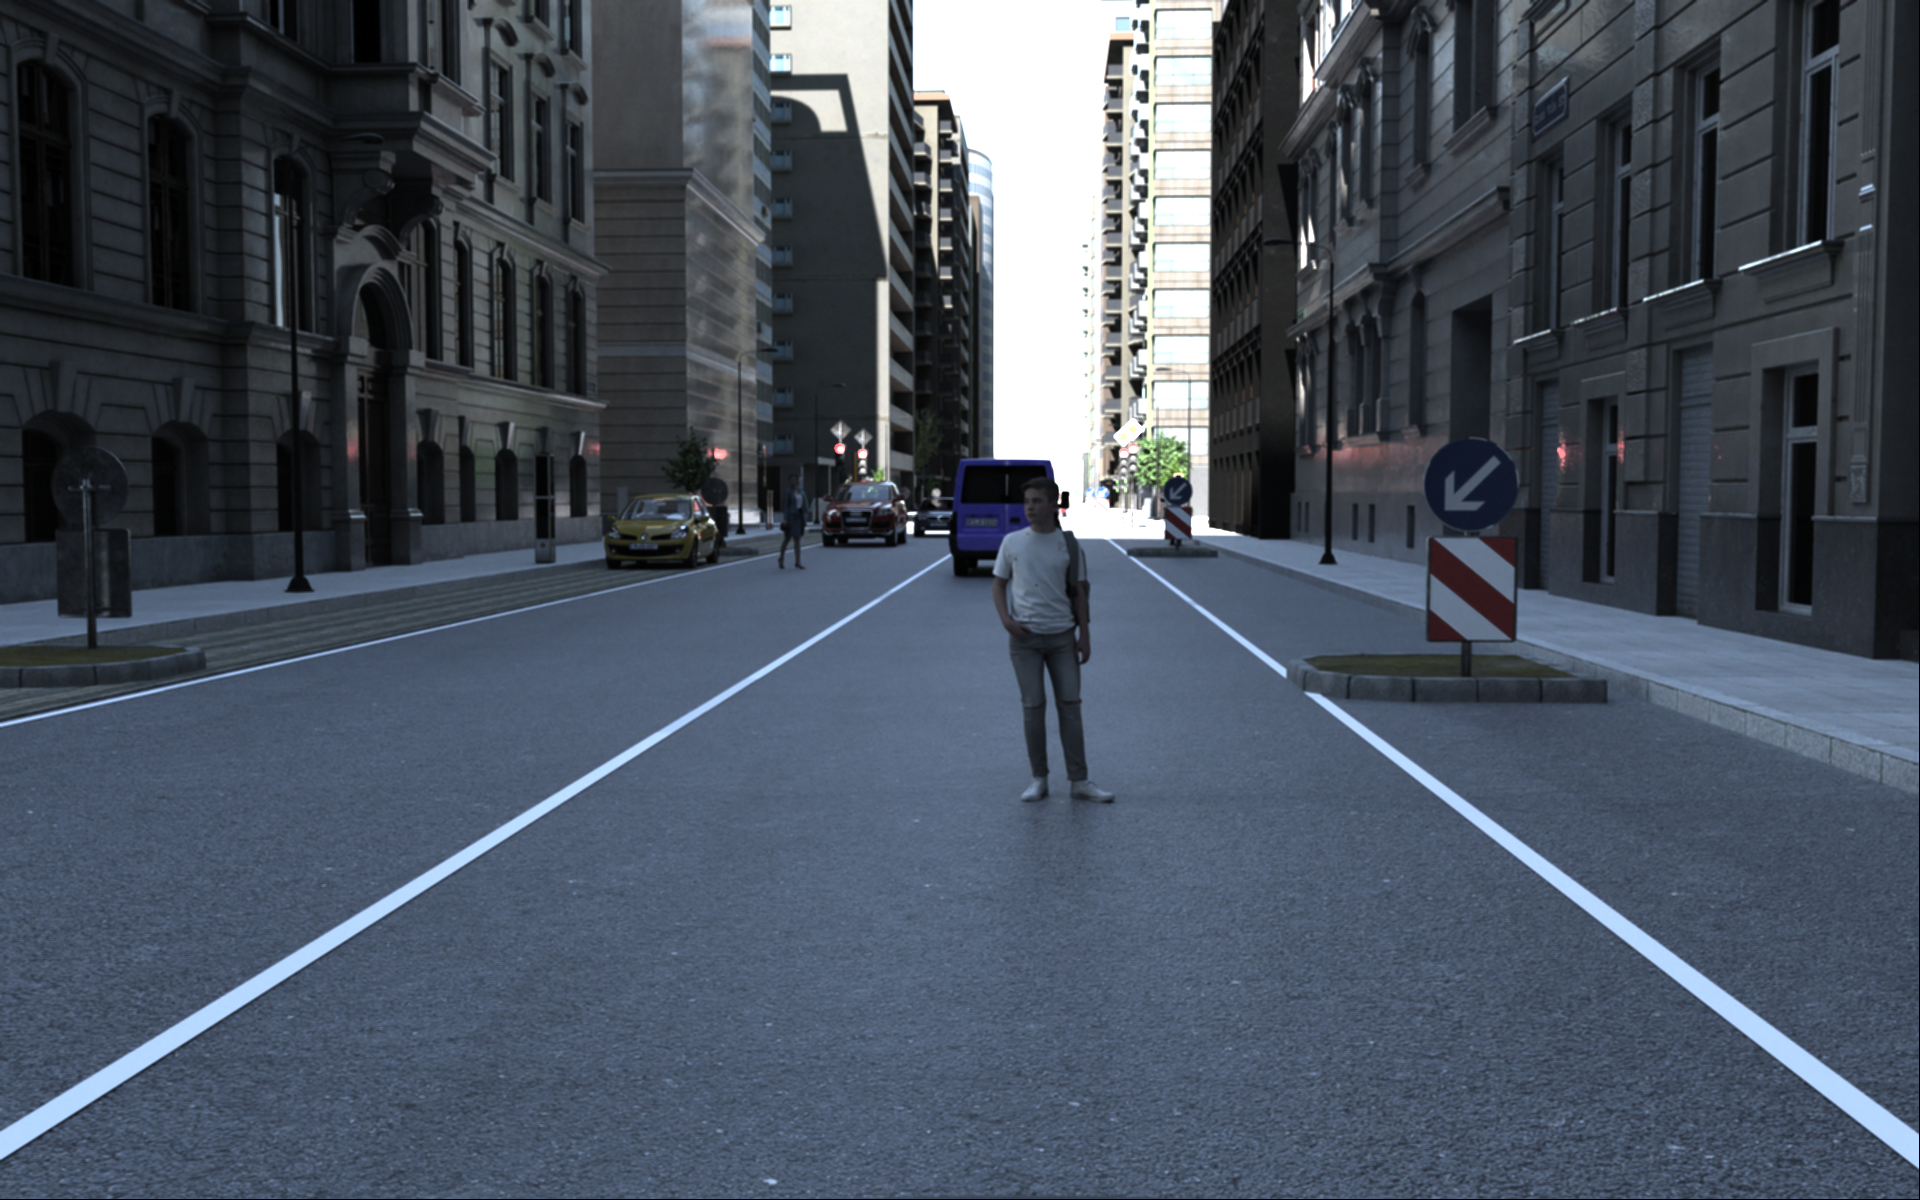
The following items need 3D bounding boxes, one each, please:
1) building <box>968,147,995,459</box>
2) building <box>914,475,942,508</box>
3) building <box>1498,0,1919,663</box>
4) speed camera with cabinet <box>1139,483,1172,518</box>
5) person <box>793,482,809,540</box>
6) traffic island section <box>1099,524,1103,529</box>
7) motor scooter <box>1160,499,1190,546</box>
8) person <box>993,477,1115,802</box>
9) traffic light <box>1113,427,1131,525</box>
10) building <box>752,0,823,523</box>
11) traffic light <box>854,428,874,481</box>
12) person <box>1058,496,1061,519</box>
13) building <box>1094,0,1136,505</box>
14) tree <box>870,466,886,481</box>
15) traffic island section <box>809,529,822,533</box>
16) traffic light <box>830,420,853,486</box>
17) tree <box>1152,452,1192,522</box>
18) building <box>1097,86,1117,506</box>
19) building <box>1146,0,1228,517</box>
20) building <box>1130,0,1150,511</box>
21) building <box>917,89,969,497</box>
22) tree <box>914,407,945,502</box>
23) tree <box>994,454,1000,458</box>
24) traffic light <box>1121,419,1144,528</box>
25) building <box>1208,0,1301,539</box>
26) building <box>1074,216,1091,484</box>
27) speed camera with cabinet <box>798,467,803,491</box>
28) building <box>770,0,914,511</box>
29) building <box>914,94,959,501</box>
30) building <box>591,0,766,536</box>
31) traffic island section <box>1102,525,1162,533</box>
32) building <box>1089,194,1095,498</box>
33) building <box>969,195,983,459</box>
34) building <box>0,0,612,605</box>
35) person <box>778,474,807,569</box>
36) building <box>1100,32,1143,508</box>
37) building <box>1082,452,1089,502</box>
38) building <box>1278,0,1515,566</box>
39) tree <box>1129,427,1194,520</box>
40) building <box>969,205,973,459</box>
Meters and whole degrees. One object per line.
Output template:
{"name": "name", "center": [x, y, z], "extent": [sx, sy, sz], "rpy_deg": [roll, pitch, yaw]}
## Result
{"name": "building", "center": [-5.139, -45.706, 289.297], "extent": [21.231, 58.520, 28.212], "rpy_deg": [0, 4, 3]}
{"name": "building", "center": [-18.062, -28.691, 160.975], "extent": [32.217, 40.220, 23.993], "rpy_deg": [0, 4, 3]}
{"name": "building", "center": [12.664, -13.100, 11.451], "extent": [12.463, 27.353, 25.104], "rpy_deg": [0, 4, 3]}
{"name": "speed camera with cabinet", "center": [10.670, -6.051, 93.265], "extent": [2.038, 3.252, 0.660], "rpy_deg": [0, 4, -6]}
{"name": "person", "center": [-5.060, -2.792, 54.172], "extent": [0.660, 1.820, 0.620], "rpy_deg": [-1, 4, -9]}
{"name": "traffic island section", "center": [6.870, -3.088, 72.761], "extent": [2.009, 0.180, 2.903], "rpy_deg": [0, 4, 3]}
{"name": "motor scooter", "center": [6.004, -2.171, 48.276], "extent": [0.815, 1.314, 1.986], "rpy_deg": [0, 4, 1]}
{"name": "person", "center": [0.436, 0.182, 8.121], "extent": [0.503, 1.515, 0.523], "rpy_deg": [-2, 4, -33]}
{"name": "traffic light", "center": [6.831, -5.121, 72.650], "extent": [0.839, 4.253, 0.868], "rpy_deg": [0, 4, 3]}
{"name": "building", "center": [-22.414, -24.042, 84.975], "extent": [32.217, 40.220, 23.993], "rpy_deg": [0, 4, 3]}
{"name": "traffic light", "center": [-4.067, -5.154, 73.187], "extent": [0.839, 4.253, 0.868], "rpy_deg": [0, 4, 3]}
{"name": "person", "center": [5.532, -5.534, 99.212], "extent": [0.641, 1.798, 0.478], "rpy_deg": [2, 4, 25]}
{"name": "building", "center": [26.731, -40.724, 207.840], "extent": [21.231, 58.520, 28.212], "rpy_deg": [0, 4, 3]}
{"name": "tree", "center": [-5.040, -7.020, 109.377], "extent": [1.663, 3.219, 1.824], "rpy_deg": [0, 3, 0]}
{"name": "traffic island section", "center": [-4.513, -2.634, 65.349], "extent": [2.009, 0.180, 2.903], "rpy_deg": [0, 4, 3]}
{"name": "traffic light", "center": [-4.474, -4.666, 65.212], "extent": [0.839, 4.253, 0.868], "rpy_deg": [0, 4, 3]}
{"name": "tree", "center": [9.793, -5.144, 78.699], "extent": [1.663, 3.219, 1.824], "rpy_deg": [0, 3, 0]}
{"name": "building", "center": [22.210, -32.807, 186.508], "extent": [14.600, 45.320, 14.200], "rpy_deg": [0, 4, 3]}
{"name": "building", "center": [17.996, -25.555, 101.421], "extent": [14.154, 41.232, 14.086], "rpy_deg": [0, 4, 3]}
{"name": "building", "center": [24.326, -31.285, 131.114], "extent": [23.786, 49.044, 30.456], "rpy_deg": [0, 4, 3]}
{"name": "building", "center": [-10.032, -35.978, 211.948], "extent": [21.300, 48.544, 21.600], "rpy_deg": [0, 4, 3]}
{"name": "tree", "center": [-3.320, -11.783, 143.011], "extent": [4.737, 8.622, 4.395], "rpy_deg": [0, 3, 0]}
{"name": "tree", "center": [5.828, -21.874, 307.999], "extent": [4.360, 8.622, 3.978], "rpy_deg": [0, 3, 0]}
{"name": "traffic light", "center": [6.424, -4.633, 64.675], "extent": [0.839, 4.253, 0.868], "rpy_deg": [0, 4, 3]}
{"name": "building", "center": [15.023, -13.834, 55.867], "extent": [12.332, 23.373, 15.834], "rpy_deg": [0, 4, 3]}
{"name": "building", "center": [31.286, -41.044, 290.669], "extent": [23.786, 49.044, 30.456], "rpy_deg": [0, 4, 3]}
{"name": "speed camera with cabinet", "center": [-8.223, -6.343, 98.050], "extent": [2.038, 3.252, 0.660], "rpy_deg": [0, 4, 0]}
{"name": "building", "center": [-14.641, -30.409, 120.882], "extent": [21.300, 48.544, 21.600], "rpy_deg": [0, 4, 3]}
{"name": "building", "center": [-11.565, -32.556, 186.921], "extent": [22.147, 44.769, 28.867], "rpy_deg": [0, 4, 3]}
{"name": "building", "center": [-17.527, -16.669, 58.448], "extent": [20.117, 28.700, 13.634], "rpy_deg": [0, 4, 3]}
{"name": "traffic island section", "center": [6.464, -2.600, 64.787], "extent": [2.009, 0.180, 2.903], "rpy_deg": [0, 4, 3]}
{"name": "building", "center": [24.825, -33.892, 237.724], "extent": [14.154, 41.232, 14.086], "rpy_deg": [0, 4, 3]}
{"name": "building", "center": [-3.873, -36.856, 252.704], "extent": [14.600, 45.320, 14.200], "rpy_deg": [0, 4, 3]}
{"name": "building", "center": [-15.723, -12.882, 29.699], "extent": [14.460, 24.649, 34.723], "rpy_deg": [0, 4, 3]}
{"name": "person", "center": [-3.225, -1.514, 33.270], "extent": [0.581, 1.822, 0.654], "rpy_deg": [-3, 4, -37]}
{"name": "building", "center": [24.645, -31.156, 164.028], "extent": [22.147, 44.769, 28.867], "rpy_deg": [0, 4, 3]}
{"name": "building", "center": [29.862, -57.873, 258.887], "extent": [22.319, 86.520, 31.000], "rpy_deg": [0, 4, 3]}
{"name": "building", "center": [14.792, -15.190, 35.745], "extent": [14.401, 28.519, 23.554], "rpy_deg": [0, 4, 3]}
{"name": "tree", "center": [10.562, -6.531, 90.489], "extent": [4.285, 4.588, 4.351], "rpy_deg": [0, 3, 0]}
{"name": "building", "center": [-5.550, -33.956, 238.779], "extent": [14.154, 41.232, 14.086], "rpy_deg": [0, 4, 3]}
